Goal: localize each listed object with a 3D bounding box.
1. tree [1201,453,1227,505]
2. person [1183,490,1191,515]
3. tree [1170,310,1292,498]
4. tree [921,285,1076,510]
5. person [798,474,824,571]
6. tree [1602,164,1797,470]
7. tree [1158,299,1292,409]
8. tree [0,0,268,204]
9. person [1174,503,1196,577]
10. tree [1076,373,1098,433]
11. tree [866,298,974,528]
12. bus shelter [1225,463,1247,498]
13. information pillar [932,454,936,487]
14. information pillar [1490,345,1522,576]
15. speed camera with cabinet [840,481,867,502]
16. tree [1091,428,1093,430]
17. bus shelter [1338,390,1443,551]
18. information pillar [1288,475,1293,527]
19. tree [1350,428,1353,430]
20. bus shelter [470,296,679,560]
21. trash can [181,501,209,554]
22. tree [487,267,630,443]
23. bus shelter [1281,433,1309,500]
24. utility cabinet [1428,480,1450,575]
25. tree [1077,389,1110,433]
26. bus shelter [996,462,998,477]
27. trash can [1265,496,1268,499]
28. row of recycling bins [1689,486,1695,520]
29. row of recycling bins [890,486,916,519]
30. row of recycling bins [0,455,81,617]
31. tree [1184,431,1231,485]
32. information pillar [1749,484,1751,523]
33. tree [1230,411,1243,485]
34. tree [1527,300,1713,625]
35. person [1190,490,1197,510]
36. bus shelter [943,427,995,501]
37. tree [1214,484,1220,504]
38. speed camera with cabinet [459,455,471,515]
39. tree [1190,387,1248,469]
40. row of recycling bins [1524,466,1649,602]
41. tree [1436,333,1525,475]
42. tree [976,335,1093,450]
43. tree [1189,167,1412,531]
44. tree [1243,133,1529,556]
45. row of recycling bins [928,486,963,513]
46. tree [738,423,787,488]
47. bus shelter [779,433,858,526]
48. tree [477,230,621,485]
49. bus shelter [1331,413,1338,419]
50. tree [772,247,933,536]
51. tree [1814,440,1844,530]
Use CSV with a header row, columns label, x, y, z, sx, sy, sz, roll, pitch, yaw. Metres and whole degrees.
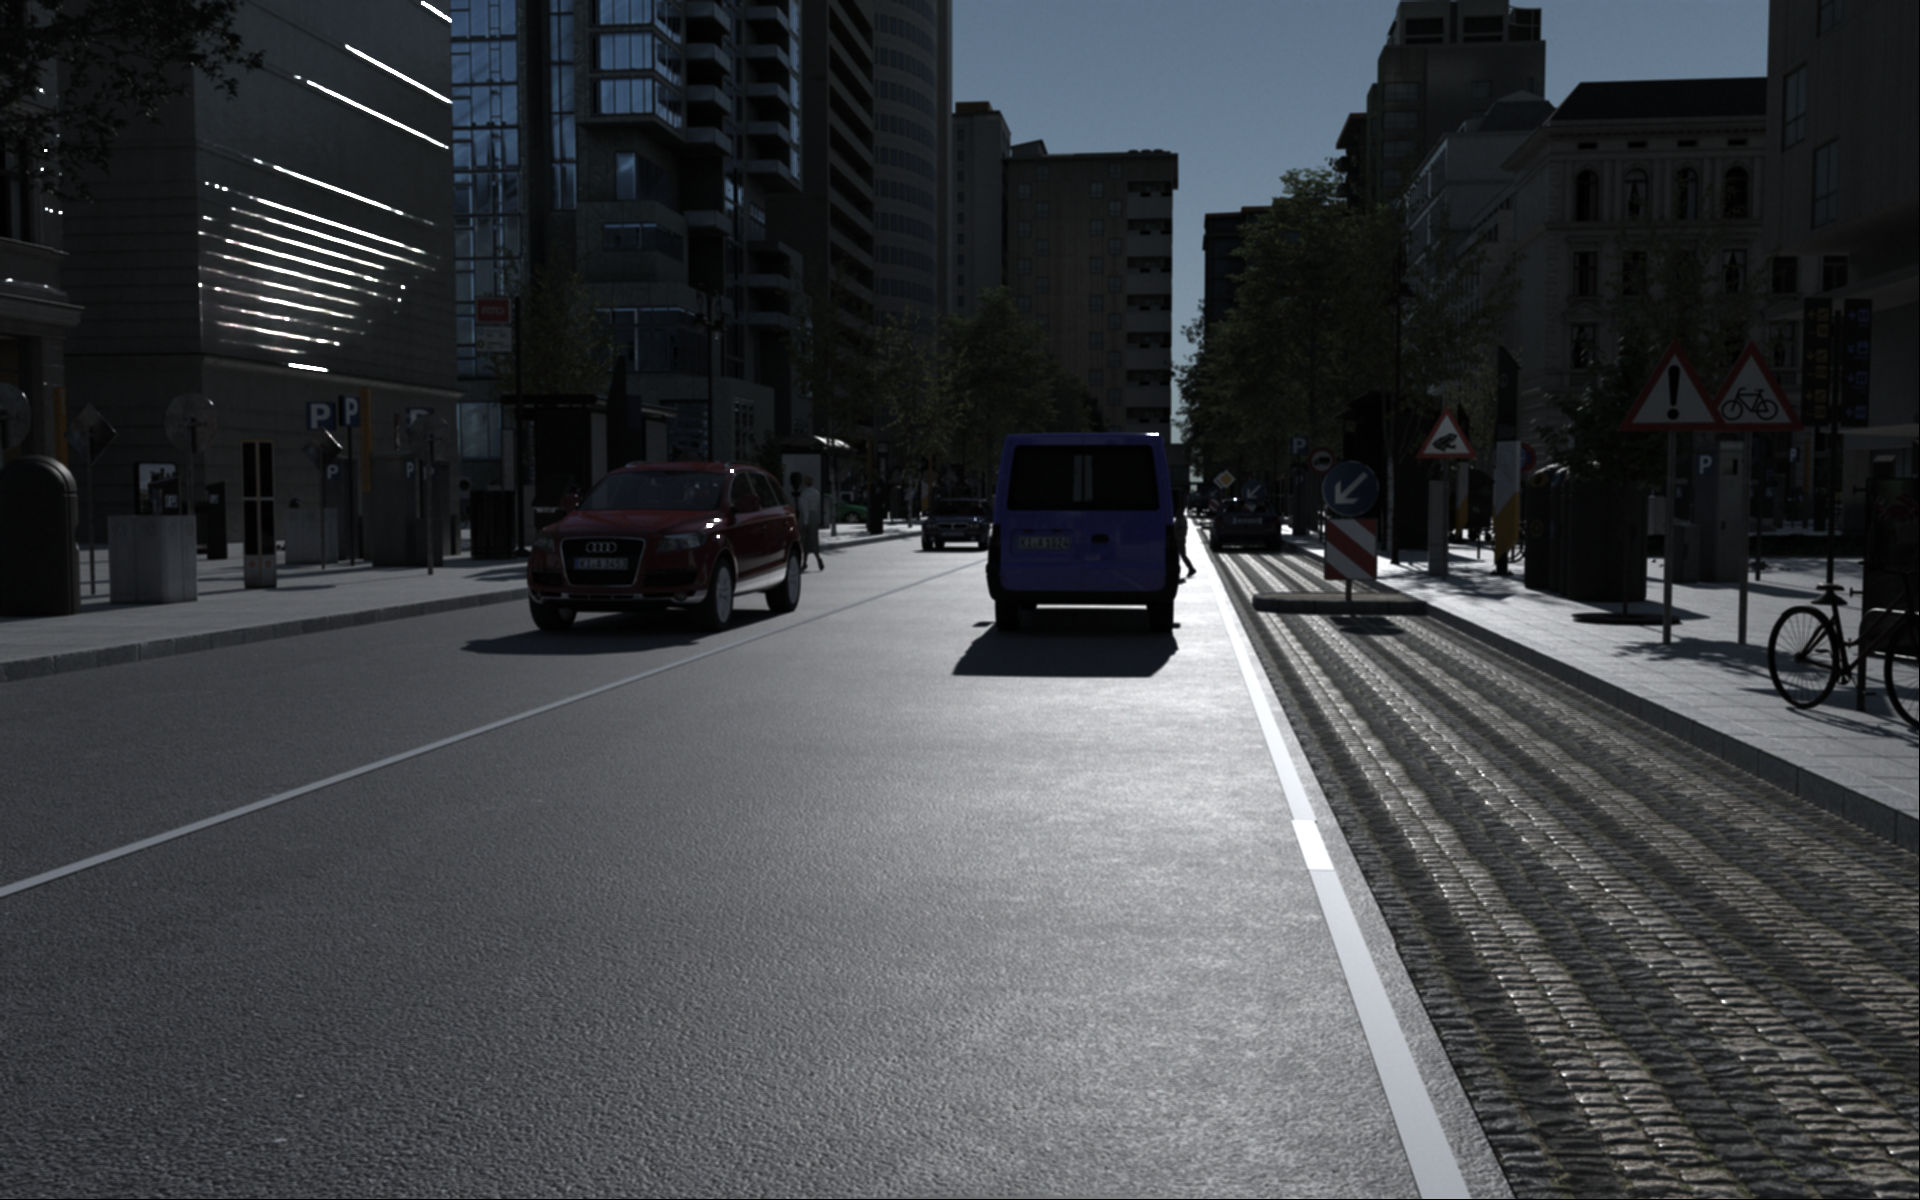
label,x,y,z,sx,sy,sz,roll,pitch,yaw
tree,30.226,-15.383,201.867,4.360,8.622,3.978,0,3,0
person,15.360,-6.599,117.224,0.563,1.720,0.643,-1,4,-23
tree,19.578,-13.123,121.211,9.857,13.997,8.962,0,3,0
tree,1.657,-10.756,93.990,7.486,12.596,7.792,0,3,0
person,-2.773,-1.443,32.314,0.478,1.798,0.641,-3,4,-39
tree,16.603,-5.467,39.754,4.737,8.622,4.395,0,3,0
tree,25.752,-19.066,167.614,12.611,20.169,13.585,0,3,0
tree,-8.567,-4.744,11.982,8.767,10.594,7.601,-1,4,-16
person,3.796,-1.047,29.894,0.640,1.303,0.475,-1,4,-21
tree,7.344,-13.841,144.424,7.486,12.596,7.792,0,3,0
tree,-1.691,-7.087,66.242,4.360,8.622,3.978,0,3,0
bus shelter,21.152,-8.633,132.431,1.731,3.624,6.357,0,4,7
information pillar,-1.620,-6.736,101.486,0.504,3.616,0.183,-3,4,-36
information pillar,8.588,-2.190,27.166,0.183,3.616,0.504,-1,4,-22
speed camera with cabinet,-7.314,-7.598,118.562,2.038,3.252,0.660,-1,4,-16
tree,12.023,-13.787,175.786,4.737,8.622,4.395,0,3,0
bus shelter,10.420,-3.106,42.061,1.731,3.624,6.357,0,4,7
information pillar,12.912,-3.824,67.019,0.304,2.012,0.304,-3,5,-44
tree,30.917,-10.774,126.515,4.360,8.622,3.978,0,3,0
bus shelter,-8.439,-3.679,37.790,2.179,5.291,8.768,0,4,7
trash can,-16.370,-1.561,37.180,0.748,1.137,0.748,0,3,0
tree,-12.793,-6.425,55.408,4.360,8.622,3.978,0,3,0
bus shelter,21.012,-7.932,107.313,2.179,5.291,8.768,0,4,7
utility cabinet,7.652,-1.161,27.656,0.318,1.500,1.173,1,4,14
tree,12.627,-16.393,185.031,9.611,12.733,9.660,0,3,0
bus shelter,2.366,-8.429,115.441,2.179,5.291,8.768,0,4,7
trash can,23.512,-7.466,133.722,0.748,1.137,0.748,0,3,0
row of recycling bins,35.681,-4.775,85.176,1.069,1.692,3.534,2,4,31
row of recycling bins,-3.016,-5.212,92.326,1.069,1.692,3.534,-1,4,-13
row of recycling bins,-11.127,-0.700,18.558,3.534,1.692,1.069,1,4,9
tree,31.981,-17.443,219.599,8.767,10.594,7.601,3,4,36
information pillar,25.145,-3.122,55.544,0.304,2.012,0.304,1,4,12
tree,15.953,-8.413,87.914,4.737,8.622,4.395,0,3,0
tree,6.744,-1.401,17.509,1.663,3.219,1.824,0,3,0
person,20.441,-8.772,151.946,0.660,1.820,0.620,0,3,0
bus shelter,0.383,-7.832,105.690,2.179,5.291,8.768,0,4,7
tree,33.492,-14.230,227.263,1.663,3.219,1.824,0,3,0
speed camera with cabinet,-25.804,-5.697,87.487,2.038,3.252,0.660,-3,4,-38
tree,22.785,-13.157,140.868,9.928,11.665,9.643,0,3,0
row of recycling bins,8.012,-0.921,22.177,1.069,1.692,3.534,0,4,8
tree,24.116,-7.916,79.787,4.360,8.622,3.978,0,3,0
tree,5.487,-13.487,130.886,12.009,13.543,11.850,0,3,0
tree,12.296,-8.747,61.142,7.486,12.596,7.792,0,3,0
tree,9.107,-5.215,35.626,4.737,8.622,4.395,0,3,0
row of recycling bins,-0.635,-4.846,86.342,1.069,1.692,3.534,2,4,24
tree,-5.172,-3.222,47.278,1.663,3.219,1.824,0,3,0
bus shelter,-5.049,-4.075,60.546,2.014,3.302,5.546,0,4,7
tree,-11.813,-6.050,49.280,4.737,8.622,4.395,0,3,0
bus shelter,11.622,-3.529,48.990,1.731,3.624,6.357,0,4,7
tree,-3.632,-6.220,52.063,4.737,8.622,4.395,0,3,0
tree,31.647,-4.159,62.599,1.663,3.219,1.824,0,3,0
